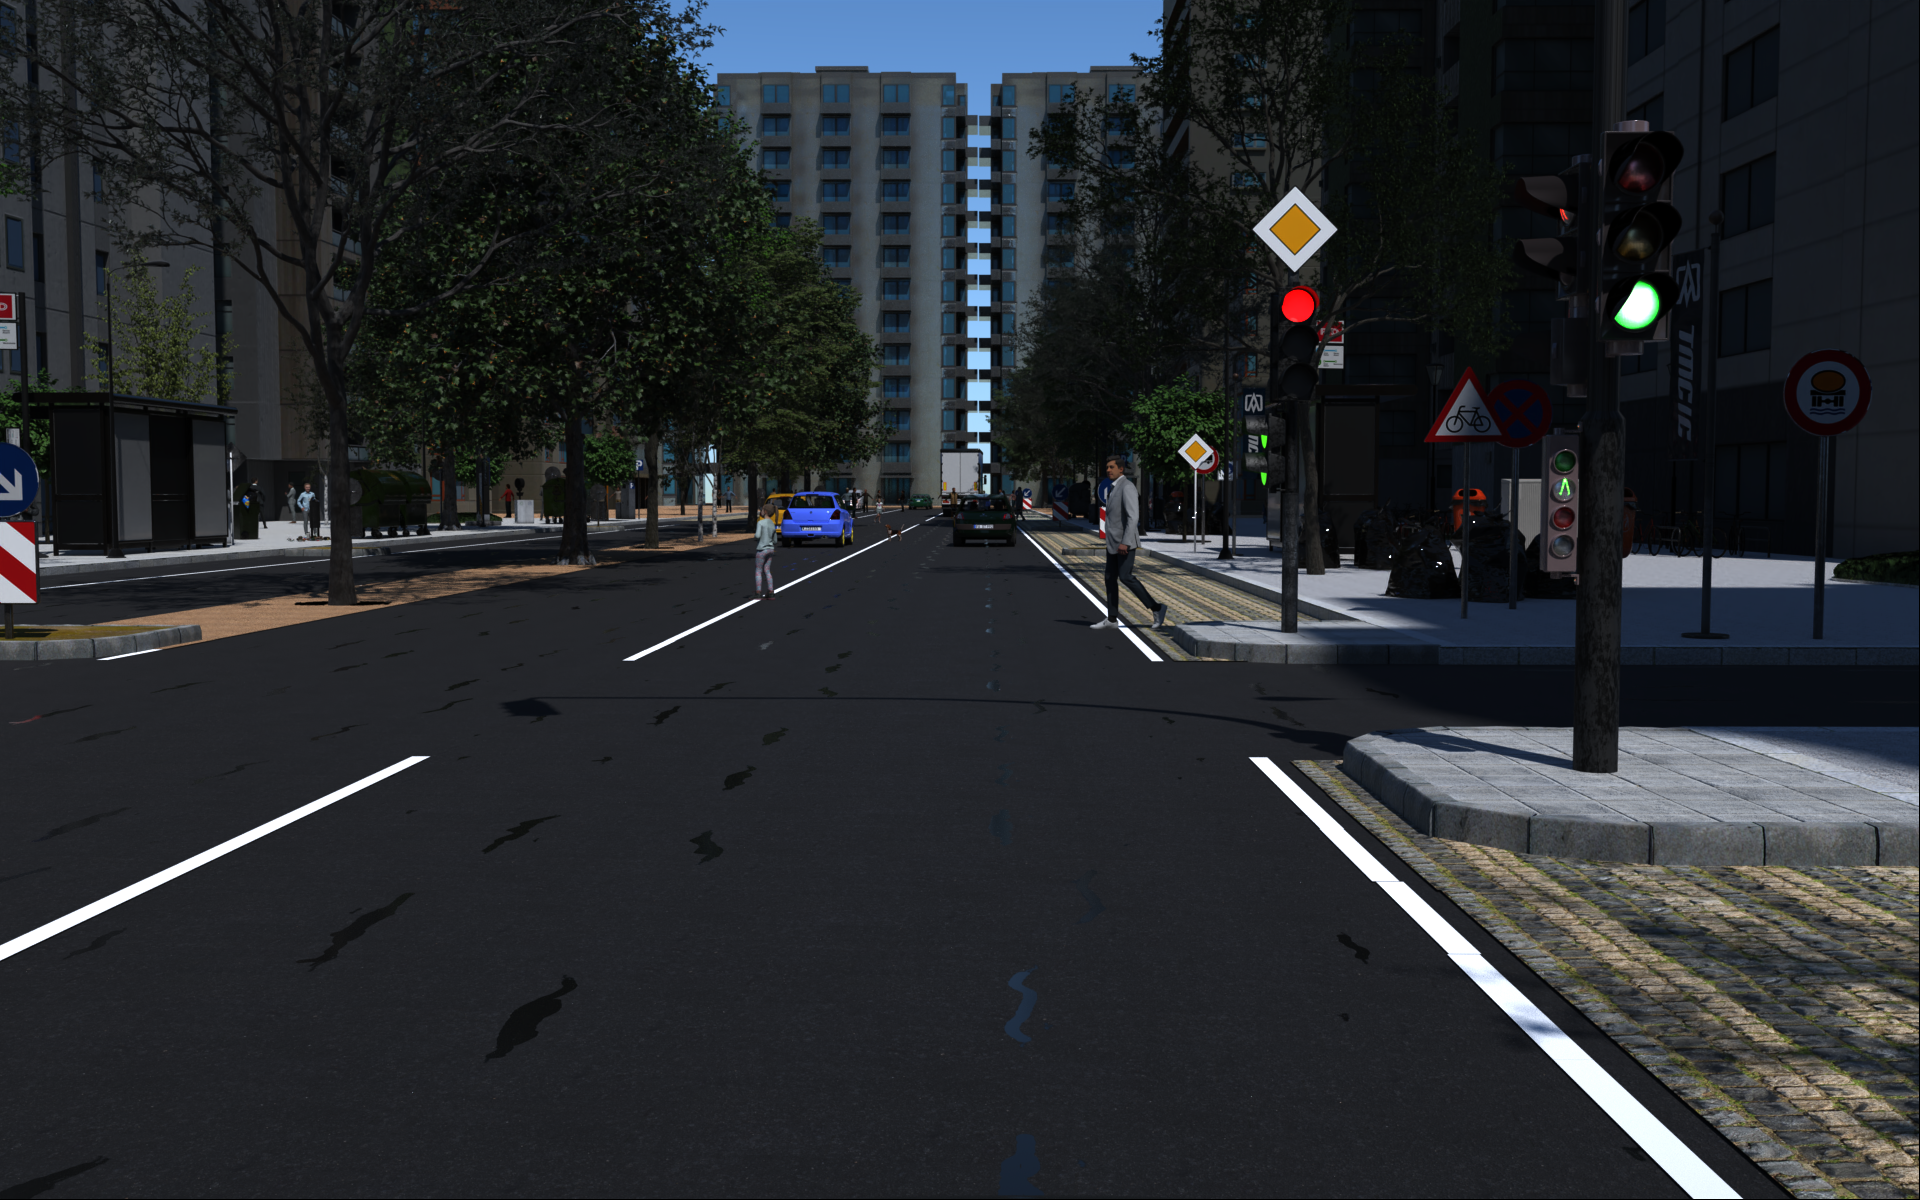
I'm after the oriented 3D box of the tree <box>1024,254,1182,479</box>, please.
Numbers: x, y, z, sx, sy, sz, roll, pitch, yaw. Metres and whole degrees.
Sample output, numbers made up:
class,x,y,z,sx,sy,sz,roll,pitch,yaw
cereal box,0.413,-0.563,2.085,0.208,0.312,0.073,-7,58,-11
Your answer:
class,x,y,z,sx,sy,sz,roll,pitch,yaw
tree,6.857,-10.011,81.801,7.486,12.596,7.792,0,3,0

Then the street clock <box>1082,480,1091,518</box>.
class,x,y,z,sx,sy,sz,roll,pitch,yaw
street clock,6.630,-5.304,91.285,0.471,2.002,0.358,-1,4,-12

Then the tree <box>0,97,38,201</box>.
class,x,y,z,sx,sy,sz,roll,pitch,yaw
tree,-18.265,-6.186,26.902,9.928,11.665,9.643,0,3,0

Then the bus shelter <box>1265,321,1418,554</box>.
class,x,y,z,sx,sy,sz,roll,pitch,yaw
bus shelter,7.735,-3.653,37.360,2.179,5.291,8.768,0,4,1

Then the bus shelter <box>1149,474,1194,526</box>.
class,x,y,z,sx,sy,sz,roll,pitch,yaw
bus shelter,8.804,-5.732,71.345,2.179,5.291,8.768,0,4,1

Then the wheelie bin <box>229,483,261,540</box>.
class,x,y,z,sx,sy,sz,roll,pitch,yaw
wheelie bin,-20.209,-2.513,48.988,0.980,1.594,0.693,3,5,43

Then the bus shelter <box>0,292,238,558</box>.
class,x,y,z,sx,sy,sz,roll,pitch,yaw
bus shelter,-18.413,-3.638,37.117,2.179,5.291,8.768,0,4,1

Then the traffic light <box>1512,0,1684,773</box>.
class,x,y,z,sx,sy,sz,roll,pitch,yaw
traffic light,0.834,-2.029,7.847,4.771,5.953,1.251,0,4,1

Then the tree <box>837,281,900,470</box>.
class,x,y,z,sx,sy,sz,roll,pitch,yaw
tree,-7.450,-9.430,73.647,9.611,12.733,9.660,0,3,0

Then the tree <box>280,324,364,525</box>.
class,x,y,z,sx,sy,sz,roll,pitch,yaw
tree,-25.926,-7.383,71.068,4.360,8.622,3.978,0,3,0

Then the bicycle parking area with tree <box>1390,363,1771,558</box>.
class,x,y,z,sx,sy,sz,roll,pitch,yaw
bicycle parking area with tree,12.981,-3.111,37.873,8.231,4.147,9.016,1,4,17

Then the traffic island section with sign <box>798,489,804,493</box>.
class,x,y,z,sx,sy,sz,roll,pitch,yaw
traffic island section with sign,-13.192,-8.346,145.086,1.989,1.847,2.006,0,4,1

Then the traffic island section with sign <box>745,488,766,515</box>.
class,x,y,z,sx,sy,sz,roll,pitch,yaw
traffic island section with sign,-13.571,-6.693,118.056,1.989,1.847,2.006,0,4,1

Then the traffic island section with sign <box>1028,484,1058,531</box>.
class,x,y,z,sx,sy,sz,roll,pitch,yaw
traffic island section with sign,3.782,-3.613,67.708,1.989,1.847,2.006,0,4,1

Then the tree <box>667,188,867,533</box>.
class,x,y,z,sx,sy,sz,roll,pitch,yaw
tree,-7.664,-8.720,63.150,7.486,12.596,7.792,0,3,0

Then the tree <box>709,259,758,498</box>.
class,x,y,z,sx,sy,sz,roll,pitch,yaw
tree,-16.761,-17.078,135.110,12.611,20.169,13.585,0,3,0

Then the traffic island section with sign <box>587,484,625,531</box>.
class,x,y,z,sx,sy,sz,roll,pitch,yaw
traffic island section with sign,-14.239,-3.624,67.888,1.989,1.847,2.006,0,4,1

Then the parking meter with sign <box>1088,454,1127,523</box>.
class,x,y,z,sx,sy,sz,roll,pitch,yaw
parking meter with sign,6.479,-4.905,76.450,1.738,3.016,0.543,3,4,38

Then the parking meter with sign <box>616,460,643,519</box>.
class,x,y,z,sx,sy,sz,roll,pitch,yaw
parking meter with sign,-16.907,-5.627,88.266,1.738,3.016,0.543,3,5,40

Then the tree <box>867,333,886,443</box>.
class,x,y,z,sx,sy,sz,roll,pitch,yaw
tree,-7.450,-9.960,83.427,7.486,12.596,7.792,0,3,0

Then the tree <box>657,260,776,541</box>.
class,x,y,z,sx,sy,sz,roll,pitch,yaw
tree,-7.814,-6.069,52.046,4.360,8.622,3.978,0,3,0

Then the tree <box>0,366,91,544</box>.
class,x,y,z,sx,sy,sz,roll,pitch,yaw
tree,-23.596,-3.727,44.645,4.285,4.588,4.351,0,3,0

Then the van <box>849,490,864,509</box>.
class,x,y,z,sx,sy,sz,roll,pitch,yaw
van,-10.012,-9.626,164.398,2.013,2.044,4.112,0,4,2

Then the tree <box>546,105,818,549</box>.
class,x,y,z,sx,sy,sz,roll,pitch,yaw
tree,-7.935,-7.126,44.725,9.928,11.665,9.643,0,3,0

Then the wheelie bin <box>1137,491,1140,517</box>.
class,x,y,z,sx,sy,sz,roll,pitch,yaw
wheelie bin,8.687,-4.832,86.917,0.693,1.594,0.980,-1,4,-15

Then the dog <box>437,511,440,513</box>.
class,x,y,z,sx,sy,sz,roll,pitch,yaw
dog,-26.684,-4.297,87.992,0.748,0.427,0.550,1,4,23

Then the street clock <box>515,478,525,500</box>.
class,x,y,z,sx,sy,sz,roll,pitch,yaw
street clock,-20.020,-4.539,78.787,0.471,2.002,0.358,3,5,39

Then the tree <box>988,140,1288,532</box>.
class,x,y,z,sx,sy,sz,roll,pitch,yaw
tree,6.498,-9.116,59.409,12.009,13.543,11.850,0,3,0

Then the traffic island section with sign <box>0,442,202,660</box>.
class,x,y,z,sx,sy,sz,roll,pitch,yaw
traffic island section with sign,-8.411,-0.473,15.874,2.006,1.907,1.989,0,4,1

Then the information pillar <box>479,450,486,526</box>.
class,x,y,z,sx,sy,sz,roll,pitch,yaw
information pillar,-18.901,-4.714,68.426,0.183,3.616,0.504,-2,4,-26

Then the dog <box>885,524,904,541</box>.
class,x,y,z,sx,sy,sz,roll,pitch,yaw
dog,-2.003,-2.058,52.932,0.406,0.507,0.540,2,4,26

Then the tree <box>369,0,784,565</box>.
class,x,y,z,sx,sy,sz,roll,pitch,yaw
tree,-7.792,-7.056,34.838,9.611,12.733,9.660,0,3,0

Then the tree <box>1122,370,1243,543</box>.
class,x,y,z,sx,sy,sz,roll,pitch,yaw
tree,5.925,-3.817,46.128,4.285,4.588,4.351,0,3,0

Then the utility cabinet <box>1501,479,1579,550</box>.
class,x,y,z,sx,sy,sz,roll,pitch,yaw
utility cabinet,8.484,-1.009,25.183,1.173,1.500,0.318,0,4,-6

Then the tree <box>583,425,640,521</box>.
class,x,y,z,sx,sy,sz,roll,pitch,yaw
tree,-16.750,-6.004,81.876,4.285,4.588,4.351,0,3,0

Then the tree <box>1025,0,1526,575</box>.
class,x,y,z,sx,sy,sz,roll,pitch,yaw
tree,5.515,-5.699,27.590,8.767,10.594,7.601,-2,4,-30

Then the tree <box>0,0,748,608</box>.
class,x,y,z,sx,sy,sz,roll,pitch,yaw
tree,-7.906,-6.659,21.702,12.009,13.543,11.850,0,3,0

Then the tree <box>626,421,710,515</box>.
class,x,y,z,sx,sy,sz,roll,pitch,yaw
tree,-16.948,-10.388,104.262,8.767,10.594,7.601,2,4,25

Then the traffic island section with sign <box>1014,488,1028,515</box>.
class,x,y,z,sx,sy,sz,roll,pitch,yaw
traffic island section with sign,4.452,-6.693,118.062,1.989,1.847,2.006,0,4,1

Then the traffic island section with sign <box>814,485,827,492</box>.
class,x,y,z,sx,sy,sz,roll,pitch,yaw
traffic island section with sign,-7.406,-5.068,91.006,2.006,1.907,1.989,0,4,1

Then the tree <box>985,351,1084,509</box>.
class,x,y,z,sx,sy,sz,roll,pitch,yaw
tree,7.385,-15.058,152.848,9.857,13.997,8.962,0,3,0

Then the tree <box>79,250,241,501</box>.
class,x,y,z,sx,sy,sz,roll,pitch,yaw
tree,-23.939,-6.208,51.863,4.737,8.622,4.395,0,3,0

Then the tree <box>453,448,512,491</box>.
class,x,y,z,sx,sy,sz,roll,pitch,yaw
tree,-24.101,-6.317,87.000,4.285,4.588,4.351,0,3,0

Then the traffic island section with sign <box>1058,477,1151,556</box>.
class,x,y,z,sx,sy,sz,roll,pitch,yaw
traffic island section with sign,3.410,-1.959,40.655,1.989,1.847,2.006,0,4,1

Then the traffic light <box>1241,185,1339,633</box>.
class,x,y,z,sx,sy,sz,roll,pitch,yaw
traffic light,3.035,-1.653,15.945,0.839,4.253,0.868,0,4,1

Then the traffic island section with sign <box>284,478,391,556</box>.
class,x,y,z,sx,sy,sz,roll,pitch,yaw
traffic island section with sign,-14.606,-1.975,40.916,1.989,1.847,2.006,0,4,1
